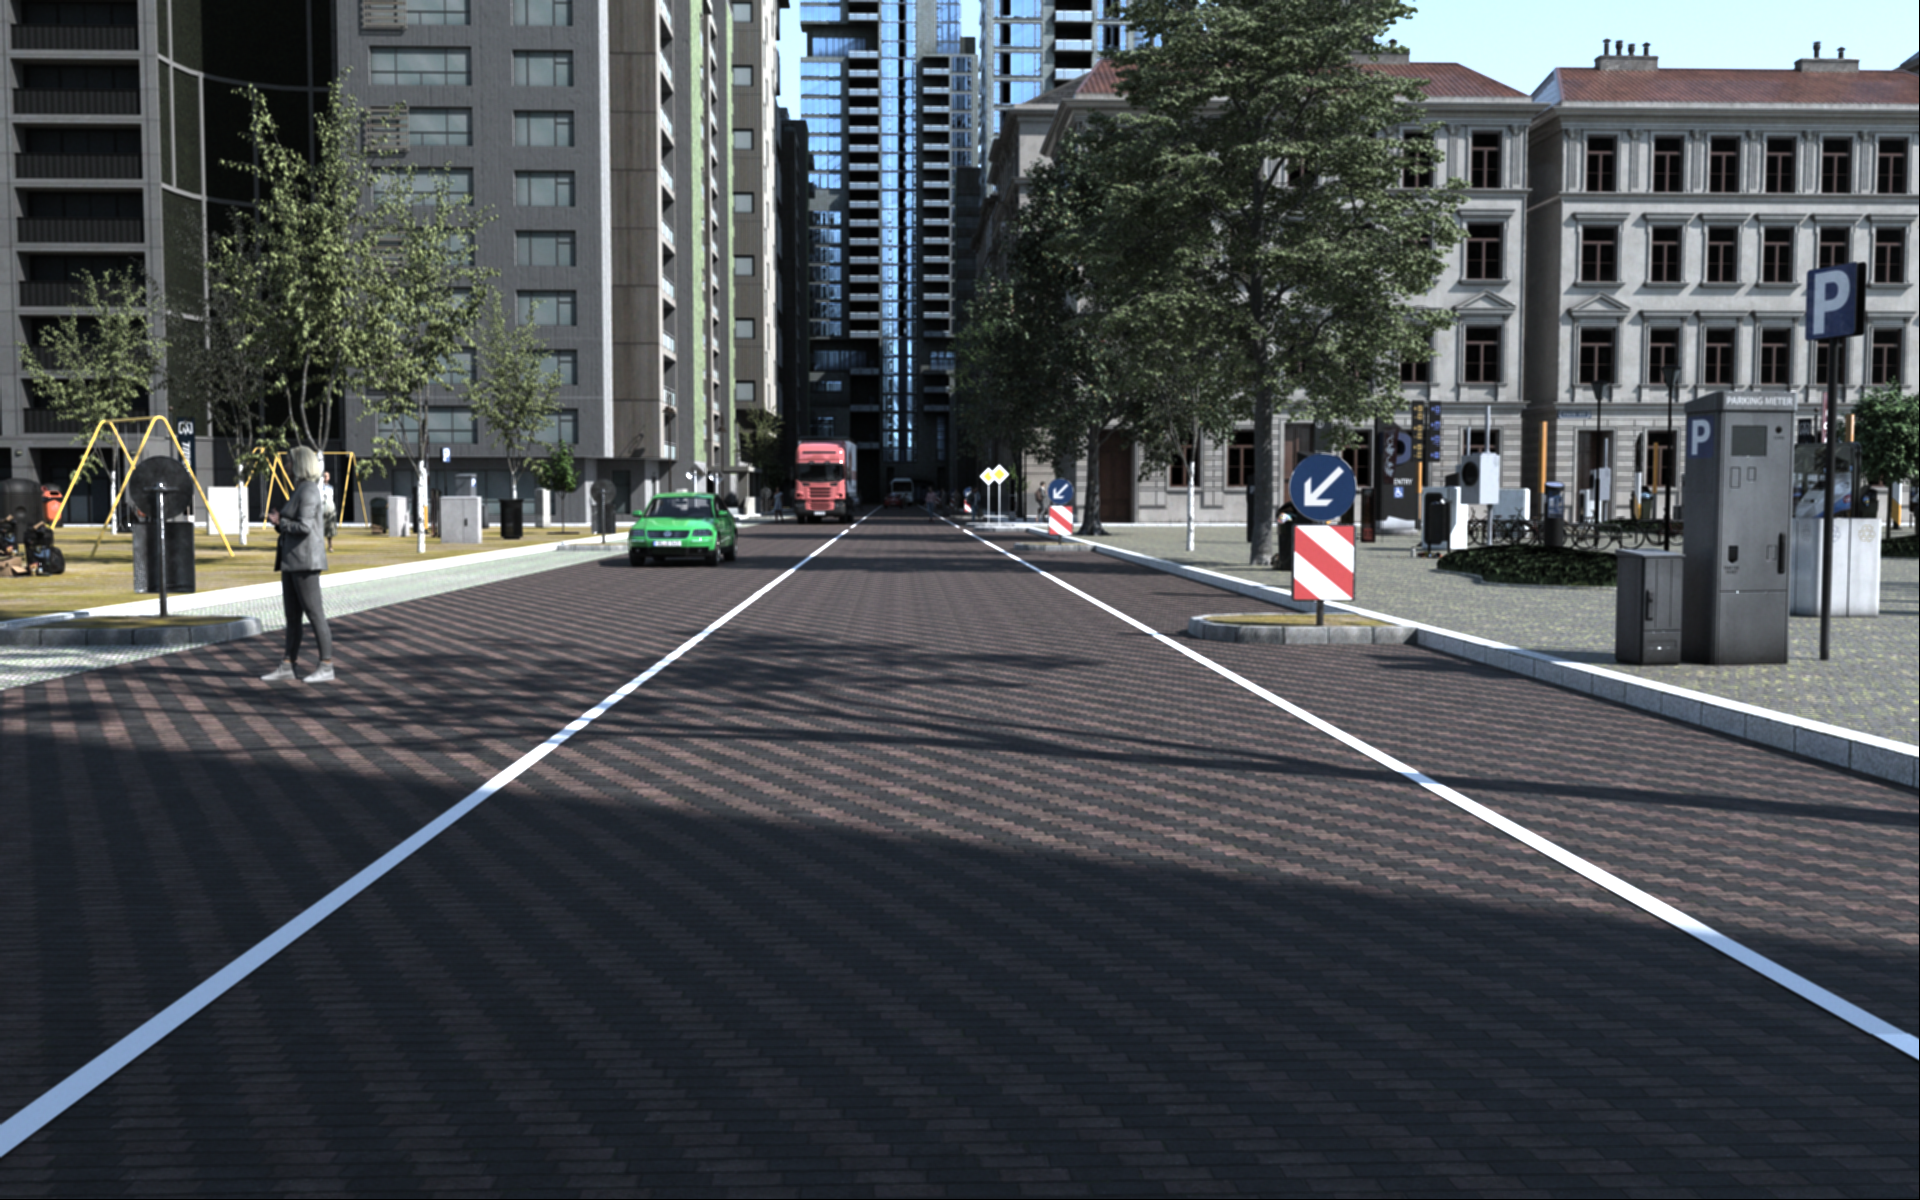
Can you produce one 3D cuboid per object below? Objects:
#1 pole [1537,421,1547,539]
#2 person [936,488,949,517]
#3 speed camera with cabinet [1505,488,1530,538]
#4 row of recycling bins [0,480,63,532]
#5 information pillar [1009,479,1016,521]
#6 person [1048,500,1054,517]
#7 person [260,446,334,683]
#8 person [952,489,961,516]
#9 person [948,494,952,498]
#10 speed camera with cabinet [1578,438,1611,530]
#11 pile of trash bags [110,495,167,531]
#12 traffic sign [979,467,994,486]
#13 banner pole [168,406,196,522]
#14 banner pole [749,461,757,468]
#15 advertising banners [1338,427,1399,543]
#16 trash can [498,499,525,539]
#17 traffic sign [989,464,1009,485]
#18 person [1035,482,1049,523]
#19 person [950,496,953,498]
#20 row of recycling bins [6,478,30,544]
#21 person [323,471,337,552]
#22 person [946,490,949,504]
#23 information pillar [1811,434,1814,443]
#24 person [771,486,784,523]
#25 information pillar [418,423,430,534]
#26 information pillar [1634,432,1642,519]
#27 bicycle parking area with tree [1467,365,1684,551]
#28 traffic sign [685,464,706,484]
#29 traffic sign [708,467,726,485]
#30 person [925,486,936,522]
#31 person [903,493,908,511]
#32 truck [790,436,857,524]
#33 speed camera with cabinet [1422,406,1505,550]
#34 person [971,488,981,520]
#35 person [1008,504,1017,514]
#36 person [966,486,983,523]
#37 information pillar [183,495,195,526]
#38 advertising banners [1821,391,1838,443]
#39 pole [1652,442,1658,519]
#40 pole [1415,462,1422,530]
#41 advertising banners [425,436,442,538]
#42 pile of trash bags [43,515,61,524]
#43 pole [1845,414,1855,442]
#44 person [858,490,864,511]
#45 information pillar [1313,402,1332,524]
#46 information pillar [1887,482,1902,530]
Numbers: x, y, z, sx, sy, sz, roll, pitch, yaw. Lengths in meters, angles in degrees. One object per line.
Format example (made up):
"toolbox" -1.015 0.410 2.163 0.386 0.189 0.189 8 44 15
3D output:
"pole" 16.369 -3.356 48.707 0.158 3.312 0.155 0 3 0
"person" -1.059 -6.226 110.417 0.853 1.813 0.709 1 4 9
"speed camera with cabinet" 15.665 -3.461 50.930 2.038 3.252 0.660 2 4 30
"row of recycling bins" -35.031 -3.553 65.208 1.069 1.692 3.534 0 4 1
"information pillar" 2.481 -4.773 82.535 0.304 2.012 0.304 0 4 -6
"person" 5.126 -5.241 95.988 0.590 1.304 0.306 -1 4 -20
"person" -5.064 -0.276 13.196 0.526 1.800 0.537 -2 4 -24
"person" -0.254 -6.108 108.698 0.599 1.781 0.374 2 4 29
"person" -0.822 -11.195 189.901 1.217 1.723 0.721 -3 4 -38
"speed camera with cabinet" 22.693 -4.136 61.955 0.660 3.252 2.038 0 4 6
"pile of trash bags" -29.061 -3.158 61.380 1.912 1.369 3.447 -2 4 -23
"traffic sign" 1.260 -4.473 75.317 0.795 2.593 0.064 0 4 -2
"banner pole" -22.287 -3.641 49.550 0.863 3.779 0.401 -1 4 -16
"banner pole" -15.814 -8.674 131.841 0.863 3.779 0.401 -2 4 -33
"advertising banners" 10.831 -3.045 45.970 0.090 3.025 2.074 -2 4 -34
"trash can" -12.769 -2.303 49.314 0.748 1.137 0.748 0 3 0
"traffic sign" 1.547 -3.985 67.338 0.795 2.593 0.064 0 4 -2
"person" 3.593 -4.304 76.370 0.822 1.834 0.622 -2 4 -26
"person" -0.630 -11.026 186.997 1.217 1.739 0.721 3 5 42
"row of recycling bins" -24.912 -2.374 45.926 1.069 1.692 3.534 -2 4 -25
"person" -14.084 -1.962 38.352 0.478 1.798 0.641 -3 5 -40
"person" -1.557 -13.158 221.252 1.350 1.814 0.705 -2 4 -30
"information pillar" 28.783 -4.134 58.941 0.504 3.616 0.183 1 4 14
"person" -8.871 -4.628 84.257 0.616 1.811 0.778 1 4 19
"information pillar" -17.208 -3.924 55.509 0.183 3.616 0.504 -3 4 -36
"information pillar" 25.829 -4.563 65.962 0.183 3.616 0.504 0 4 2
"bicycle parking area with tree" 16.195 -3.325 41.358 9.016 4.147 8.231 1 4 17
"traffic sign" -10.240 -3.960 66.935 0.795 2.593 0.064 0 4 -2
"traffic sign" -10.528 -4.448 74.915 0.795 2.593 0.064 0 4 -2
"person" -1.506 -4.833 87.526 0.555 1.821 0.388 0 4 1
"person" -4.582 -8.231 145.668 0.503 1.515 0.523 0 4 -5
"truck" -6.628 -5.943 86.088 2.839 4.237 11.283 0 4 -1
"speed camera with cabinet" 11.356 -2.753 39.353 0.660 3.252 2.038 -1 4 -22
"person" 0.866 -5.323 95.802 0.793 1.790 0.793 -1 4 -12
"person" 3.004 -5.568 97.566 0.515 1.767 0.782 -1 4 -15
"person" 0.706 -4.439 81.066 0.794 1.824 0.713 -2 4 -30
"information pillar" -29.692 -3.800 66.618 0.304 2.012 0.304 1 4 21
"advertising banners" 14.219 -2.016 29.145 2.074 3.025 0.090 -3 4 -37
"pole" 27.477 -4.566 68.490 0.158 3.312 0.155 0 3 0
"pole" 16.214 -4.120 61.202 0.158 3.312 0.155 0 3 0
"advertising banners" -15.685 -3.386 51.556 0.090 3.025 2.074 -2 4 -28
"pile of trash bags" -28.200 -2.532 51.145 1.912 1.369 3.447 2 4 32
"pole" 22.714 -3.086 44.292 0.158 3.312 0.155 0 3 0
"person" -8.402 -8.491 147.603 0.573 1.790 0.520 -1 4 -17
"information pillar" 9.188 -3.220 44.003 0.504 3.616 0.183 -1 4 -11
"information pillar" 33.603 -4.334 62.212 0.183 3.616 0.504 -2 4 -25
